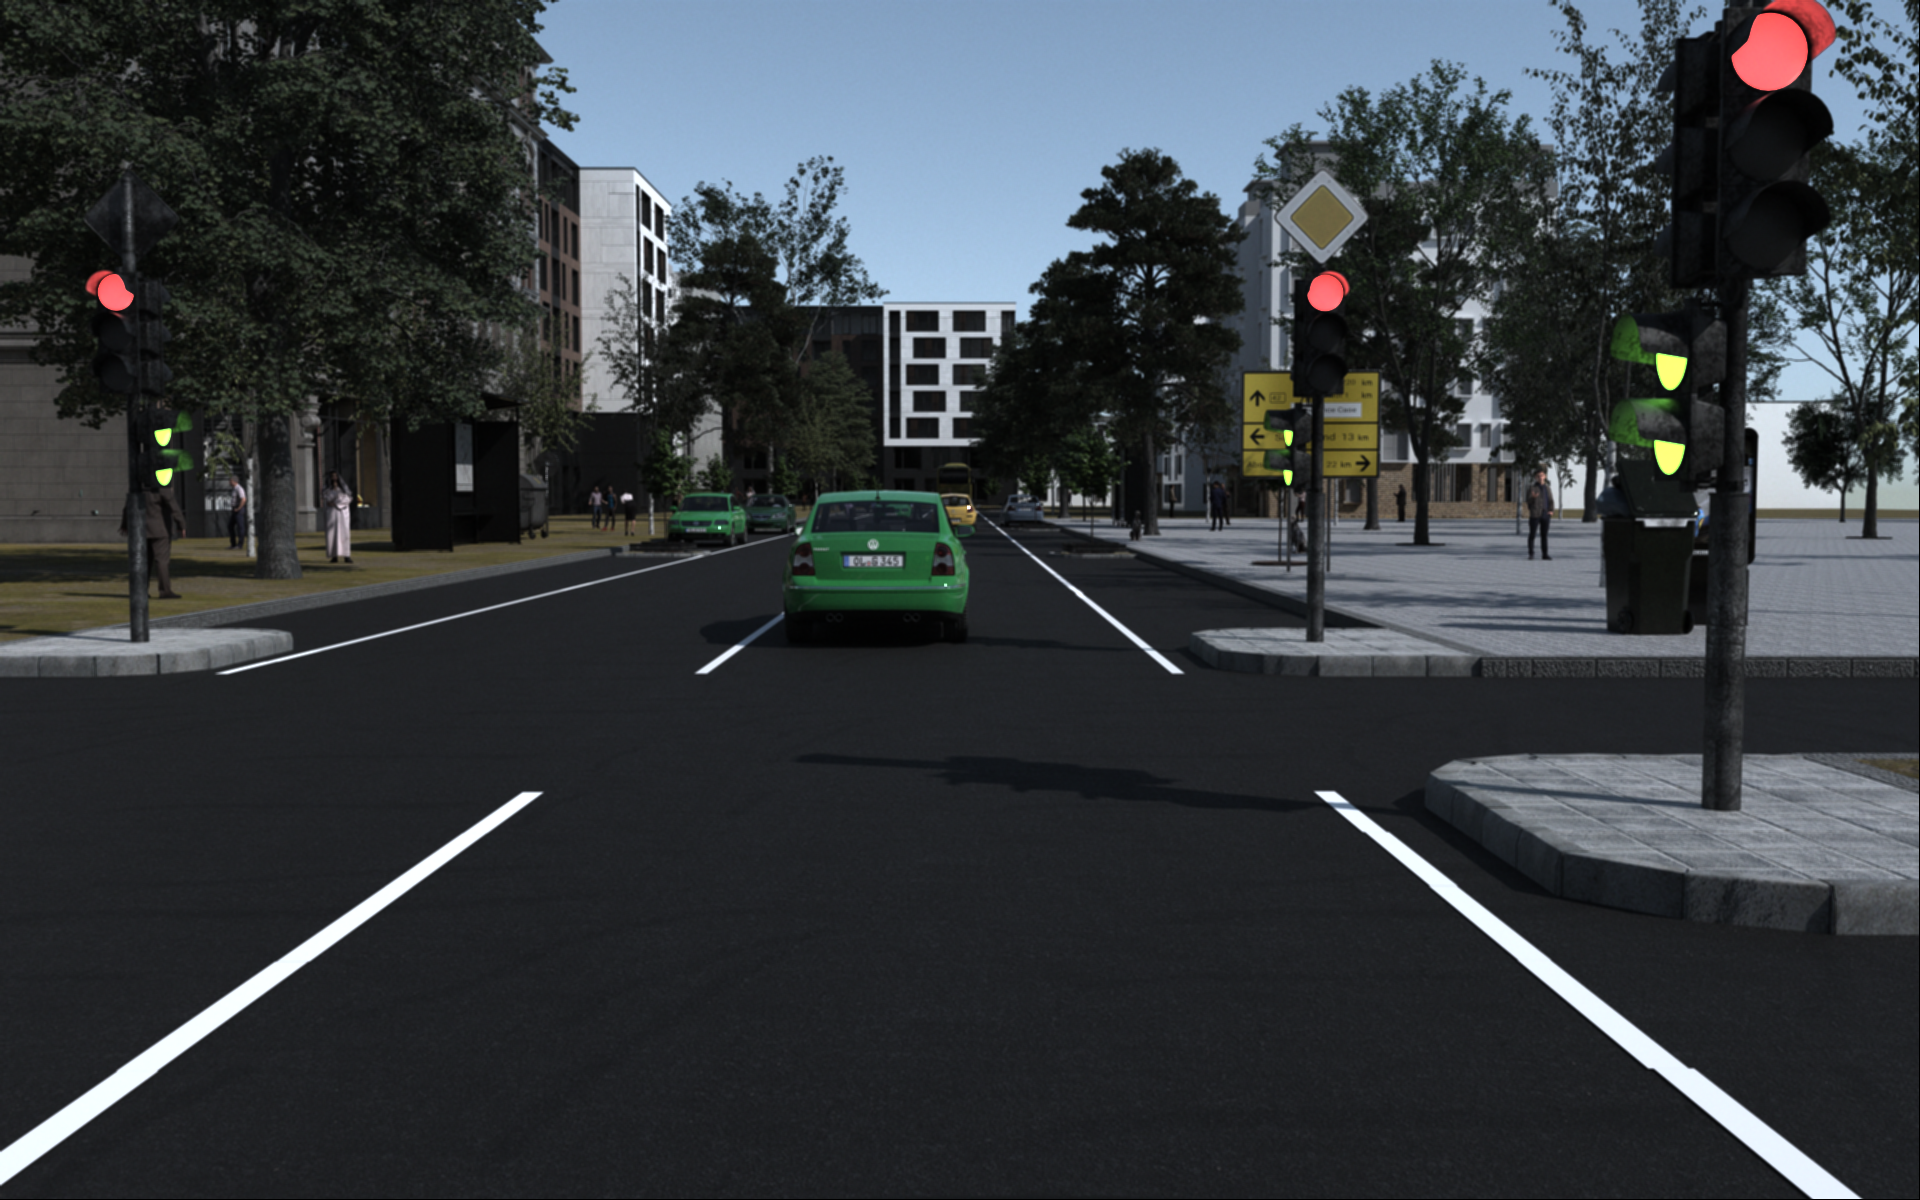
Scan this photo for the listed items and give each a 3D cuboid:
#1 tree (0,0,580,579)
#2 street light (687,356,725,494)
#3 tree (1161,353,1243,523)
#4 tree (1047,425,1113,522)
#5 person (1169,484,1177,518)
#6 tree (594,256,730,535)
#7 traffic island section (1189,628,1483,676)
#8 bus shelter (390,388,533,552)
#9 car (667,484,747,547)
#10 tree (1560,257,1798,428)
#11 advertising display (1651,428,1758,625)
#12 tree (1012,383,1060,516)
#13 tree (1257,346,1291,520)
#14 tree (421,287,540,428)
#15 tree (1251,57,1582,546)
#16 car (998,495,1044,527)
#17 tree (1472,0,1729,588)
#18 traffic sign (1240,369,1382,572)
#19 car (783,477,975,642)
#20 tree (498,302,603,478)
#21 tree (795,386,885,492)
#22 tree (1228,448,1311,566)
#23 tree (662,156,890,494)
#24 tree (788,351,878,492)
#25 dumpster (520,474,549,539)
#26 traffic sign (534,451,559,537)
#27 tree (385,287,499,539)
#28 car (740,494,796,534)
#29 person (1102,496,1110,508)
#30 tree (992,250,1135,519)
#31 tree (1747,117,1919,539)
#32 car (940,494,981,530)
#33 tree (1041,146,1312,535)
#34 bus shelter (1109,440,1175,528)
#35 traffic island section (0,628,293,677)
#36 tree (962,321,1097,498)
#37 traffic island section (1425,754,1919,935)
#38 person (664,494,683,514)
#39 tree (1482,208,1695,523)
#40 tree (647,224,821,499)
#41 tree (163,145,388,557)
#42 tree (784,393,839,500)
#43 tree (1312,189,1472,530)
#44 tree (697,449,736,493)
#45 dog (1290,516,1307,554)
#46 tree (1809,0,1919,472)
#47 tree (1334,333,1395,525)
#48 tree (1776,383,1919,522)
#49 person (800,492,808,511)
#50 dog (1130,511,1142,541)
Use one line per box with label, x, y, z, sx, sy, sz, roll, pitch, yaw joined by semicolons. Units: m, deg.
tree;-10.427;-7.288;25.816;9.857;13.997;8.962;0;3;0
street light;-8.634;-5.262;58.571;1.470;5.913;1.316;0;4;0
tree;10.963;-7.739;76.892;4.360;8.622;3.978;0;3;0
tree;5.829;-5.988;81.613;4.285;4.588;4.351;0;3;0
person;11.469;-5.345;93.442;0.705;1.823;1.348;0;4;-2
tree;-9.582;-6.383;54.720;4.360;8.622;3.978;0;3;0
traffic island section;3.107;0.442;15.058;2.009;0.180;2.903;0;4;0
bus shelter;-11.750;-3.057;41.269;1.731;3.624;6.357;0;4;0
car;-7.018;-2.415;48.290;1.959;1.807;4.718;0;3;0
tree;25.668;-7.823;62.317;8.767;10.594;7.601;2;4;34
advertising display;7.258;-0.717;16.941;0.974;1.923;0.123;0;4;6
tree;5.566;-9.335;102.995;4.737;8.622;4.395;0;3;0
tree;16.358;-8.355;86.968;4.737;8.622;4.395;0;3;0
tree;-16.484;-6.651;59.102;4.360;8.622;3.978;0;3;0
tree;11.387;-7.166;42.919;9.928;11.665;9.643;0;3;0
car;2.709;-3.924;76.156;2.014;1.417;4.499;0;4;-2
tree;8.958;-4.491;23.797;4.360;8.622;3.978;0;3;0
traffic sign;5.750;-2.117;28.479;2.265;3.308;0.079;0;4;6
car;-0.815;-0.572;18.154;1.959;1.807;4.718;0;4;0
tree;-16.297;-7.159;67.409;4.737;8.622;4.395;0;3;0
tree;-10.417;-13.198;150.207;8.767;10.594;7.601;0;4;7
tree;5.667;-2.245;31.312;1.663;3.219;1.824;0;3;0
tree;-9.025;-14.653;95.460;12.611;20.169;13.585;0;3;0
tree;-10.411;-13.405;137.296;7.486;12.596;7.792;0;3;0
dumpster;-12.600;-2.681;49.591;1.264;1.857;1.865;0;4;0
traffic sign;-12.352;-3.158;51.745;0.768;2.556;0.104;1;4;8
tree;-16.319;-6.060;49.443;4.737;8.622;4.395;0;3;0
car;-7.076;-3.176;63.721;2.131;1.459;4.920;0;4;-1
person;13.760;-9.653;164.583;1.217;1.735;0.721;-3;5;-42
tree;5.604;-11.215;90.786;7.806;13.903;7.818;0;3;0
tree;25.977;-7.562;49.387;9.928;11.665;9.643;0;3;0
car;-0.207;-3.537;68.052;2.015;1.641;3.980;0;4;1
tree;5.861;-8.045;53.586;6.751;12.117;7.091;0;3;0
bus shelter;7.088;-5.630;69.682;2.179;5.291;8.768;0;4;0
traffic island section;-7.134;0.443;15.034;2.009;0.180;2.903;0;4;0
tree;5.261;-13.310;124.274;9.857;13.997;8.962;0;3;0
traffic island section;3.130;0.930;7.073;2.009;0.180;2.903;0;4;0
person;-15.559;-5.408;94.479;1.348;1.823;0.705;2;4;34
tree;28.614;-10.477;77.948;9.857;13.997;8.962;0;3;0
tree;-10.938;-10.623;81.111;7.806;13.903;7.818;0;3;0
tree;-14.753;-5.186;35.154;4.737;8.622;4.395;0;3;0
tree;-10.505;-10.663;124.705;4.737;8.622;4.395;0;3;0
tree;14.719;-8.537;61.633;6.751;12.117;7.091;0;3;0
tree;-10.563;-4.879;74.373;1.663;3.219;1.824;0;3;0
dog;7.434;-1.410;37.435;0.800;0.831;0.513;0;4;-3
tree;10.619;-4.119;17.700;4.737;8.622;4.395;0;3;0
tree;15.563;-7.342;70.402;4.360;8.622;3.978;0;3;0
tree;47.716;-7.223;81.000;20.602;7.101;11.467;-3;5;-39
person;-12.027;-7.594;133.460;1.065;1.426;0.557;3;5;40
dog;4.946;-2.044;47.793;0.513;0.831;0.800;3;4;38
